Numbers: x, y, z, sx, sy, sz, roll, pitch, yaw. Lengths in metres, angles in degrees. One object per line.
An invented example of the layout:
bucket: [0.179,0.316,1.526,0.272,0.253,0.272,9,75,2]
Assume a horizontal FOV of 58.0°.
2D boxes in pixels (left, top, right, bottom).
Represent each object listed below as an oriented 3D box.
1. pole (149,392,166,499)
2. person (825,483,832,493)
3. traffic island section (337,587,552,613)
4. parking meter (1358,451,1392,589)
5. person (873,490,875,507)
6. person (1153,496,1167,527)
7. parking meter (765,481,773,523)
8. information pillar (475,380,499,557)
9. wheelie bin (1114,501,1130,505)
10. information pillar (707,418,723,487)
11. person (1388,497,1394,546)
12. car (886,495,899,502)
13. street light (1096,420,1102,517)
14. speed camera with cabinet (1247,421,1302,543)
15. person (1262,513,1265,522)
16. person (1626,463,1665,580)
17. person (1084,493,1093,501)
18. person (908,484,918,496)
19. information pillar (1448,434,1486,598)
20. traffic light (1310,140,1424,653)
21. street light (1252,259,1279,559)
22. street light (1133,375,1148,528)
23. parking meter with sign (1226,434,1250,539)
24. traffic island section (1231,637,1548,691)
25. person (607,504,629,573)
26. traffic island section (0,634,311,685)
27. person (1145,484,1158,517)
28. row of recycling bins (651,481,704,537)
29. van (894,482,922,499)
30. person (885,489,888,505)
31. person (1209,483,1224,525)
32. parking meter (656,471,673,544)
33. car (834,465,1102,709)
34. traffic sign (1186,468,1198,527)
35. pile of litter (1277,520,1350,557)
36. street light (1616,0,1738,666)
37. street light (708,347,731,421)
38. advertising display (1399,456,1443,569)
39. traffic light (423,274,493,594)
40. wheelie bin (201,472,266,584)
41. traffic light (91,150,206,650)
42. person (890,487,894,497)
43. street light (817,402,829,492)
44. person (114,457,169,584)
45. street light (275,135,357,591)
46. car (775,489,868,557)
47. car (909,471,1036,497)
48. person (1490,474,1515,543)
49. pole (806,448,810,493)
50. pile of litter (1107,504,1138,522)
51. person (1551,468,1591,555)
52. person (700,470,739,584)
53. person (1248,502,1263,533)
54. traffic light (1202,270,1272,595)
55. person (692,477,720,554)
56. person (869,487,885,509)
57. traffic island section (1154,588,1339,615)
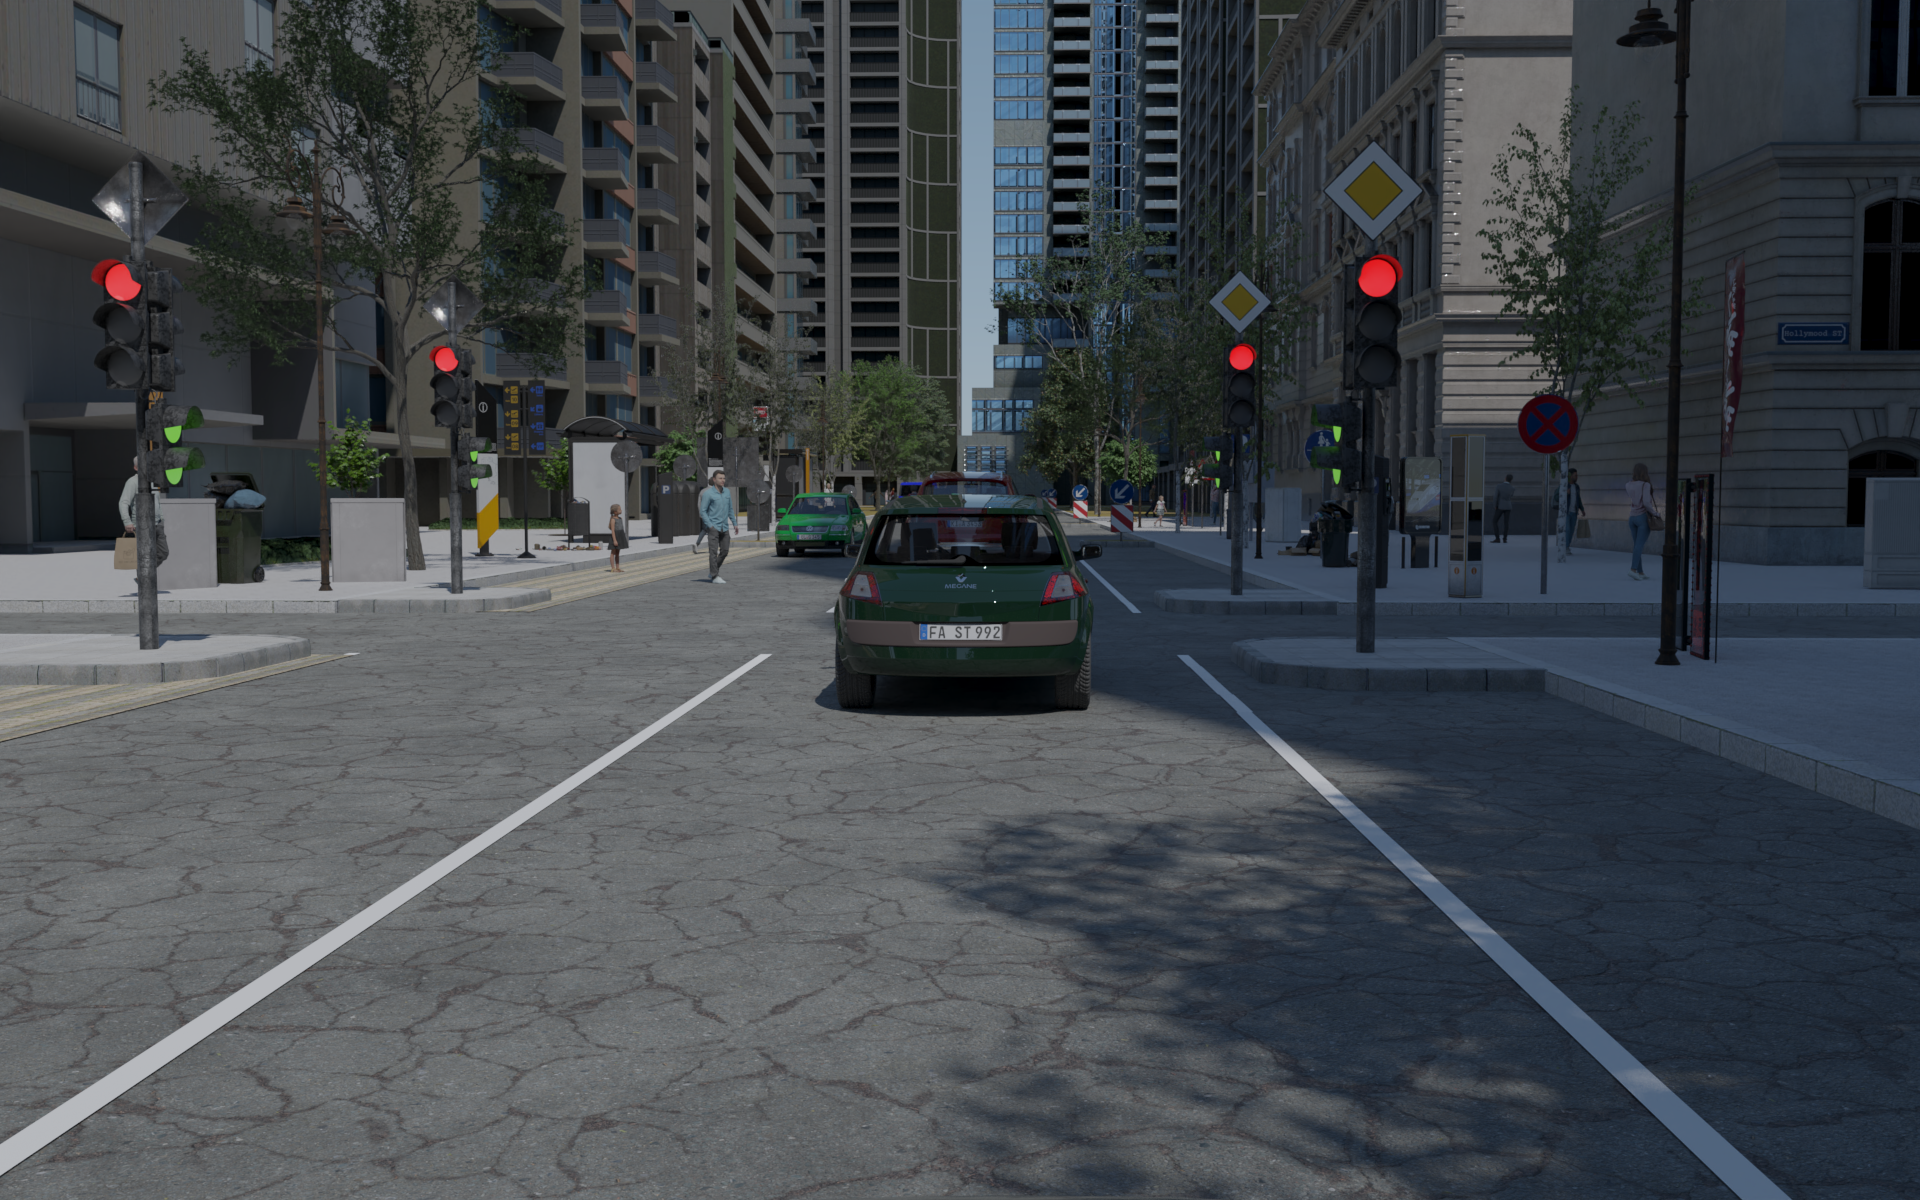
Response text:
pole: [-11.097,-1.840,23.921,0.158,3.312,0.155,0,3,0]
person: [-6.968,-5.216,91.198,0.818,1.842,0.514,0,4,6]
traffic island section: [-6.498,-0.002,22.321,2.009,0.180,2.903,0,4,2]
parking meter: [5.648,-1.094,23.602,0.399,1.863,0.255,2,4,33]
person: [-8.411,-10.103,171.945,0.721,1.735,1.217,-1,4,-11]
person: [7.869,-3.483,68.004,0.505,1.210,0.382,-3,4,-36]
parking meter: [-8.370,-4.297,75.965,0.255,1.863,0.399,2,4,27]
information pillar: [-9.753,-2.710,35.662,0.183,3.616,0.504,3,4,38]
wheelie bin: [8.195,-4.852,87.232,0.980,1.594,0.693,-2,4,-26]
information pillar: [-7.539,-3.801,53.504,0.504,3.616,0.183,-1,4,-17]
person: [10.442,-2.080,42.649,0.523,1.515,0.503,2,4,29]
car: [-3.788,-6.145,112.470,2.014,1.417,4.499,0,4,2]
street light: [7.766,-7.571,96.575,0.468,5.910,1.993,0,4,2]
speed camera with cabinet: [8.404,-3.189,46.469,0.660,3.252,2.038,-1,4,-21]
person: [14.166,-4.448,79.361,0.643,1.750,0.593,2,4,24]
person: [10.153,-1.177,25.884,0.643,1.750,0.593,-2,4,-24]
person: [10.502,-8.426,144.636,1.217,1.723,0.721,0,4,-2]
person: [-1.339,-2.621,52.195,0.563,1.720,0.643,-2,4,-26]
information pillar: [6.262,-1.035,21.411,0.304,2.012,0.304,-2,4,-28]
traffic light: [3.269,-1.530,13.934,0.839,4.253,0.868,0,4,2]
street light: [5.929,-3.757,34.209,0.468,5.910,1.993,0,4,2]
street light: [6.848,-5.690,65.819,0.468,5.910,1.993,0,4,2]
parking meter with sign: [7.953,-3.269,49.713,0.543,3.016,1.738,1,4,15]
traffic island section: [3.309,0.504,14.046,2.009,0.180,2.903,0,4,2]
person: [-6.218,-1.123,31.536,0.373,1.253,0.362,2,4,28]
traffic island section: [-6.728,0.486,14.339,2.009,0.180,2.903,0,4,2]
person: [10.607,-5.490,95.717,0.836,1.842,0.656,-1,4,-13]
row of recycling bins: [-8.662,-2.839,53.526,1.069,1.692,3.534,0,4,8]
van: [-2.080,-5.035,86.713,2.240,2.365,5.245,0,4,2]
person: [-6.355,-8.942,152.906,0.551,1.740,0.621,-1,4,-9]
person: [10.706,-3.999,72.019,0.643,1.750,0.593,1,4,15]
parking meter: [-7.604,-2.378,44.588,0.399,1.863,0.255,-1,4,-21]
car: [0.081,-0.194,12.957,2.009,1.686,4.222,0,4,2]
traffic sign: [9.077,-3.999,67.509,0.606,2.300,0.079,0,4,6]
pile of litter: [7.373,-1.354,36.097,1.176,0.858,1.719,-2,4,-27]
street light: [5.327,-2.451,12.861,0.468,5.910,1.993,0,4,2]
street light: [-7.584,-5.010,54.703,0.468,5.910,1.993,0,4,2]
advertising display: [7.983,-1.516,30.008,0.974,1.923,0.123,-2,4,-34]
traffic light: [-6.458,-2.035,22.185,0.839,4.253,0.868,0,4,2]
wheelie bin: [-10.430,-1.039,24.891,0.980,1.594,0.693,1,4,9]
traffic light: [-6.688,-1.546,14.203,0.839,4.253,0.868,0,4,2]
person: [-5.276,-7.986,136.583,0.705,1.831,1.348,1,4,18]
street light: [-6.743,-6.891,85.448,0.468,5.910,1.993,0,4,2]
person: [-10.281,-0.926,21.663,0.515,1.767,0.782,1,4,11]
street light: [-8.418,-3.059,22.803,0.468,5.910,1.993,0,4,2]
car: [-3.235,-1.965,40.931,1.959,1.807,4.718,0,4,3]
car: [0.180,-1.301,29.940,2.281,1.827,5.304,0,4,2]
person: [14.251,-2.401,45.480,0.592,1.802,0.473,1,4,11]
pole: [-6.773,-5.092,77.100,0.158,3.312,0.155,0,3,0]
pile of litter: [7.598,-3.986,79.139,1.719,0.858,1.176,2,4,34]
person: [12.829,-1.852,36.311,0.794,1.824,0.713,0,4,-4]
person: [-3.923,-1.187,27.931,0.620,1.820,0.660,3,4,38]
person: [9.603,-3.129,57.070,0.748,1.841,0.638,2,4,26]
traffic light: [3.499,-2.018,21.915,0.839,4.253,0.868,0,4,2]
person: [-5.974,-2.001,41.059,0.661,1.843,0.795,2,4,35]
person: [-6.317,-7.728,132.400,1.348,1.823,0.705,-2,4,-25]
traffic island section: [3.539,0.015,22.028,2.009,0.180,2.903,0,4,2]
